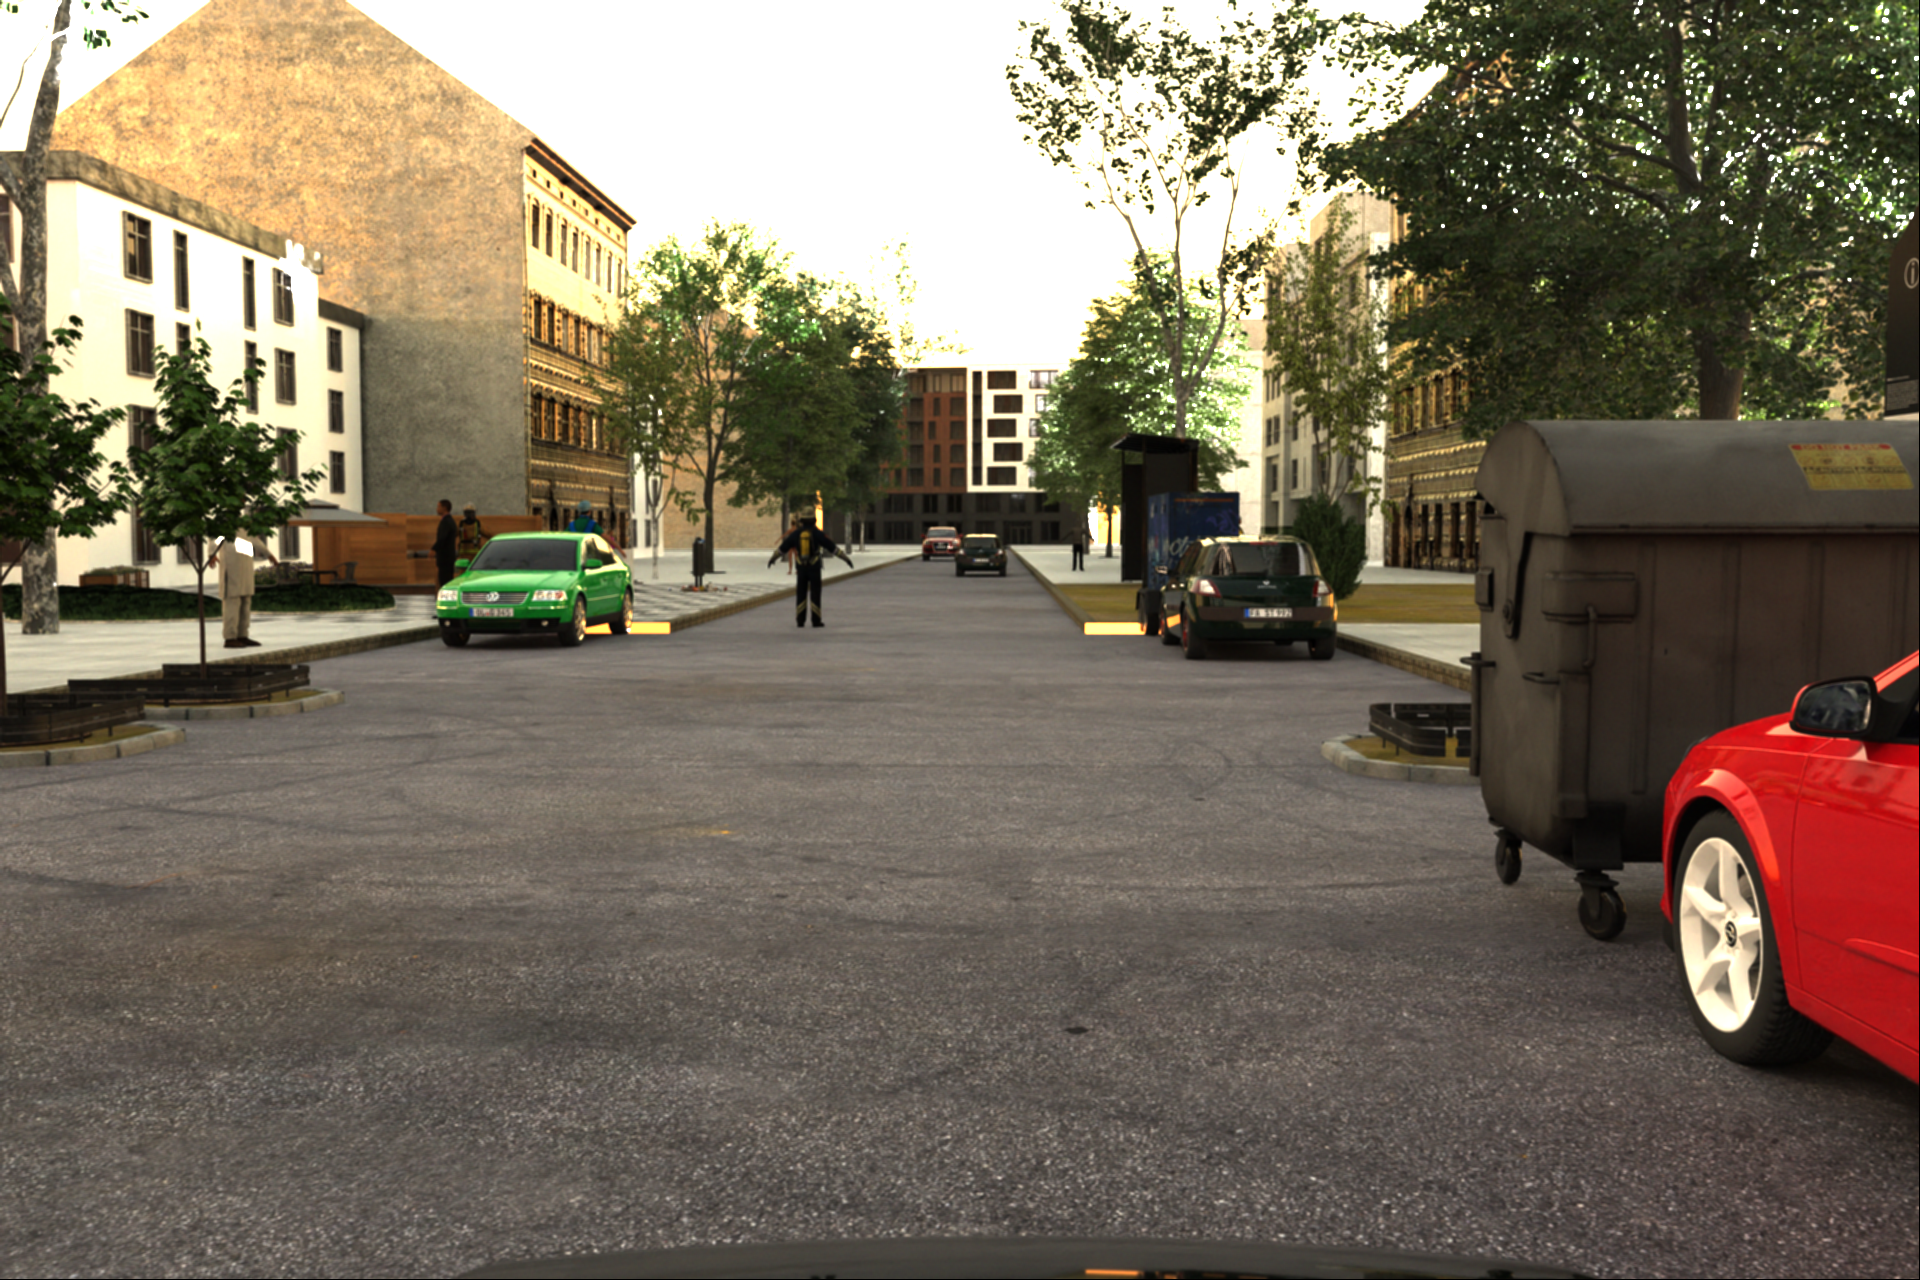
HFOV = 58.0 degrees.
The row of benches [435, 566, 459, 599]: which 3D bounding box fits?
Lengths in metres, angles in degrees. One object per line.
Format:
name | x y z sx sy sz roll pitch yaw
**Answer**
row of benches | -8.500 -1.118 33.742 4.104 0.672 1.422 1 4 23

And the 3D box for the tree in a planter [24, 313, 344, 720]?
tree in a planter | -6.255 -1.040 14.219 1.991 3.239 1.994 0 4 1

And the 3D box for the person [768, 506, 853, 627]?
person | -2.325 -1.130 26.712 1.354 1.856 0.705 1 4 9

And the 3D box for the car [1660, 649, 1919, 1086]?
car | 2.942 0.344 3.416 2.155 1.783 4.494 0 4 1

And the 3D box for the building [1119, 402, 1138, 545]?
building | 26.876 -19.686 188.317 16.747 18.905 31.486 0 4 1

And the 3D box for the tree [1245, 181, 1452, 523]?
tree | 7.851 -5.249 36.176 4.737 8.622 4.395 0 3 0

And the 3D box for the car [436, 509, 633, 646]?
car | -5.675 -0.899 23.495 1.959 1.807 4.718 0 4 1

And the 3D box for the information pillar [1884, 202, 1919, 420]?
information pillar | 6.567 -1.263 12.007 0.183 3.616 0.504 0 4 1

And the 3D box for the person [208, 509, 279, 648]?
person | -8.175 -0.828 19.630 0.704 1.819 1.344 0 4 8

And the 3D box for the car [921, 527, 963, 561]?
car | -0.970 -5.208 93.828 2.281 1.827 5.304 0 4 1

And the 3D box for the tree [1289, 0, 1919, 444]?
tree | 9.038 -6.974 20.678 9.857 13.997 8.962 0 3 0

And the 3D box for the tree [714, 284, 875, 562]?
tree | -7.607 -9.848 79.143 7.486 12.596 7.792 0 3 0

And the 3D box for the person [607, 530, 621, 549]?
person | -12.136 -3.136 60.544 0.599 1.433 0.991 1 4 19

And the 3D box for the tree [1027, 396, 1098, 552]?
tree | 8.637 -12.137 124.202 9.928 11.665 9.643 0 3 0

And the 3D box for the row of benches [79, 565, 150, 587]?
row of benches | -16.135 -1.078 33.093 1.422 0.672 4.104 -1 4 -17

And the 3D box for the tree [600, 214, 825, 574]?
tree | -8.121 -7.985 56.305 9.928 11.665 9.643 0 3 0

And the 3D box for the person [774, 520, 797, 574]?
person | -5.364 -2.972 55.395 1.217 1.733 0.721 -2 4 -31

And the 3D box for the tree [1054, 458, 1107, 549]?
tree | 8.552 -10.288 118.568 4.360 8.622 3.978 0 3 0

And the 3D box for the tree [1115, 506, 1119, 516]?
tree | 21.734 -16.621 222.117 4.737 8.622 4.395 0 3 0

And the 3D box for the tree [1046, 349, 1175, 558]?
tree | 8.169 -10.246 93.279 9.928 11.665 9.643 0 3 0

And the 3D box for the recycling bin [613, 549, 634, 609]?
recycling bin | -5.973 -1.032 29.434 0.722 1.027 0.722 0 4 2

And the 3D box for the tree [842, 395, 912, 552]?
tree | -7.063 -12.301 126.881 9.928 11.665 9.643 0 3 0

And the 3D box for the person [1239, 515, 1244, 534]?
person | 8.016 -2.689 49.937 0.705 1.833 1.349 3 4 37

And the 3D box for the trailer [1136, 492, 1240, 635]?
trailer | 3.321 -1.128 25.491 1.471 1.999 3.904 0 4 0

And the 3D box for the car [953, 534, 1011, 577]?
car | 0.746 -3.042 59.530 2.009 1.686 4.222 0 4 2

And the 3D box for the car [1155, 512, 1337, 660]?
car | 3.440 -0.696 21.171 2.009 1.686 4.222 0 4 1

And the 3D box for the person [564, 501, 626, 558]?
person | -5.971 -1.319 27.697 1.347 1.817 0.704 1 4 21

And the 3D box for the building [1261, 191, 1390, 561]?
building | 28.028 -14.161 97.982 16.747 18.905 31.486 0 4 1

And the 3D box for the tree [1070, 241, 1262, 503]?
tree | 7.982 -9.165 67.970 7.486 12.596 7.792 0 3 0

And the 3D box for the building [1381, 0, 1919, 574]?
building | 25.657 -13.881 57.881 19.493 23.208 18.063 0 4 1

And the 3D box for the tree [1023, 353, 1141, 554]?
tree | 7.756 -11.690 109.260 7.486 12.596 7.792 0 3 0

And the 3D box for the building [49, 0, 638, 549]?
building | -25.496 -14.925 74.945 19.493 23.208 18.063 0 4 2

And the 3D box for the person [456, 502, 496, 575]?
person | -8.809 -1.553 31.158 1.354 1.858 0.705 -1 4 -12

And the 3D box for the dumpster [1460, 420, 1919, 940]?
dumpster | 2.962 0.100 6.573 1.865 1.857 1.264 0 4 0

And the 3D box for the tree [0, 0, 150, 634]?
tree | -13.160 -10.188 22.456 12.611 20.169 13.585 0 3 0

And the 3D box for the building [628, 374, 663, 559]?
building | -21.451 -9.615 99.348 9.099 9.664 28.070 0 4 0

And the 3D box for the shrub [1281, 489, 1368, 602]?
shrub | 6.312 -1.621 30.546 1.661 2.075 1.752 0 3 0

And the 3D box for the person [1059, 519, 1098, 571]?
person | 4.143 -3.339 60.724 1.348 1.813 0.705 1 4 8

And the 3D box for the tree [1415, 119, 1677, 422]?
tree | 9.954 -4.867 29.934 4.737 8.622 4.395 0 3 0

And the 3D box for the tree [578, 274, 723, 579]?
tree | -8.651 -6.027 48.896 4.737 8.622 4.395 0 3 0

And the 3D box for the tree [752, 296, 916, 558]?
tree | -7.285 -11.456 93.960 9.857 13.997 8.962 0 3 0

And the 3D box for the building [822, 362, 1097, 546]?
building | 0.616 -22.869 220.332 32.646 21.610 27.936 0 4 8

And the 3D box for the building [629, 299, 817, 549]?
building | -23.567 -20.110 159.719 19.493 23.208 18.063 0 4 2

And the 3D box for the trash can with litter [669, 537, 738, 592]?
trash can with litter | -5.733 -1.718 39.151 1.678 1.210 2.233 0 4 2

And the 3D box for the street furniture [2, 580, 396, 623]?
street furniture | -14.529 -0.734 27.627 10.072 0.657 5.734 0 4 -2

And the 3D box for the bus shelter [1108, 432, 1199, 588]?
bus shelter | 4.775 -3.172 43.150 1.731 3.624 6.357 0 4 1

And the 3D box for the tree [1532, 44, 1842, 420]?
tree | 16.425 -7.513 40.966 7.486 12.596 7.792 0 3 0

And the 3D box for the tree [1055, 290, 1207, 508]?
tree | 7.800 -9.993 81.518 7.486 12.596 7.792 0 3 0

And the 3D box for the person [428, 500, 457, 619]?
person | -7.824 -1.226 26.270 0.704 1.802 1.346 0 4 -6

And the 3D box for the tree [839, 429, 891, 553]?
tree | -6.679 -10.236 117.716 4.360 8.622 3.978 0 3 0

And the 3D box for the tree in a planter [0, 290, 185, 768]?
tree in a planter | -6.359 -0.868 11.418 1.991 3.239 1.994 0 4 1

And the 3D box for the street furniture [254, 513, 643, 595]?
street furniture | -13.244 -2.050 40.380 11.010 1.723 9.812 -1 4 -14

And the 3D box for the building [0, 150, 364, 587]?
building | -23.627 -6.727 52.140 9.099 9.664 28.070 0 4 1

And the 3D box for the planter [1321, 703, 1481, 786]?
planter | 3.327 0.631 10.826 1.991 0.319 1.994 0 4 1

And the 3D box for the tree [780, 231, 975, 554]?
tree | -5.836 -15.422 108.038 12.611 20.169 13.585 0 3 0

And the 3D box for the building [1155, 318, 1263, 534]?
building | 25.952 -17.383 150.666 16.747 18.905 31.486 0 4 1

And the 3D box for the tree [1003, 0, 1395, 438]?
tree | 8.203 -12.085 53.483 12.611 20.169 13.585 0 3 0
